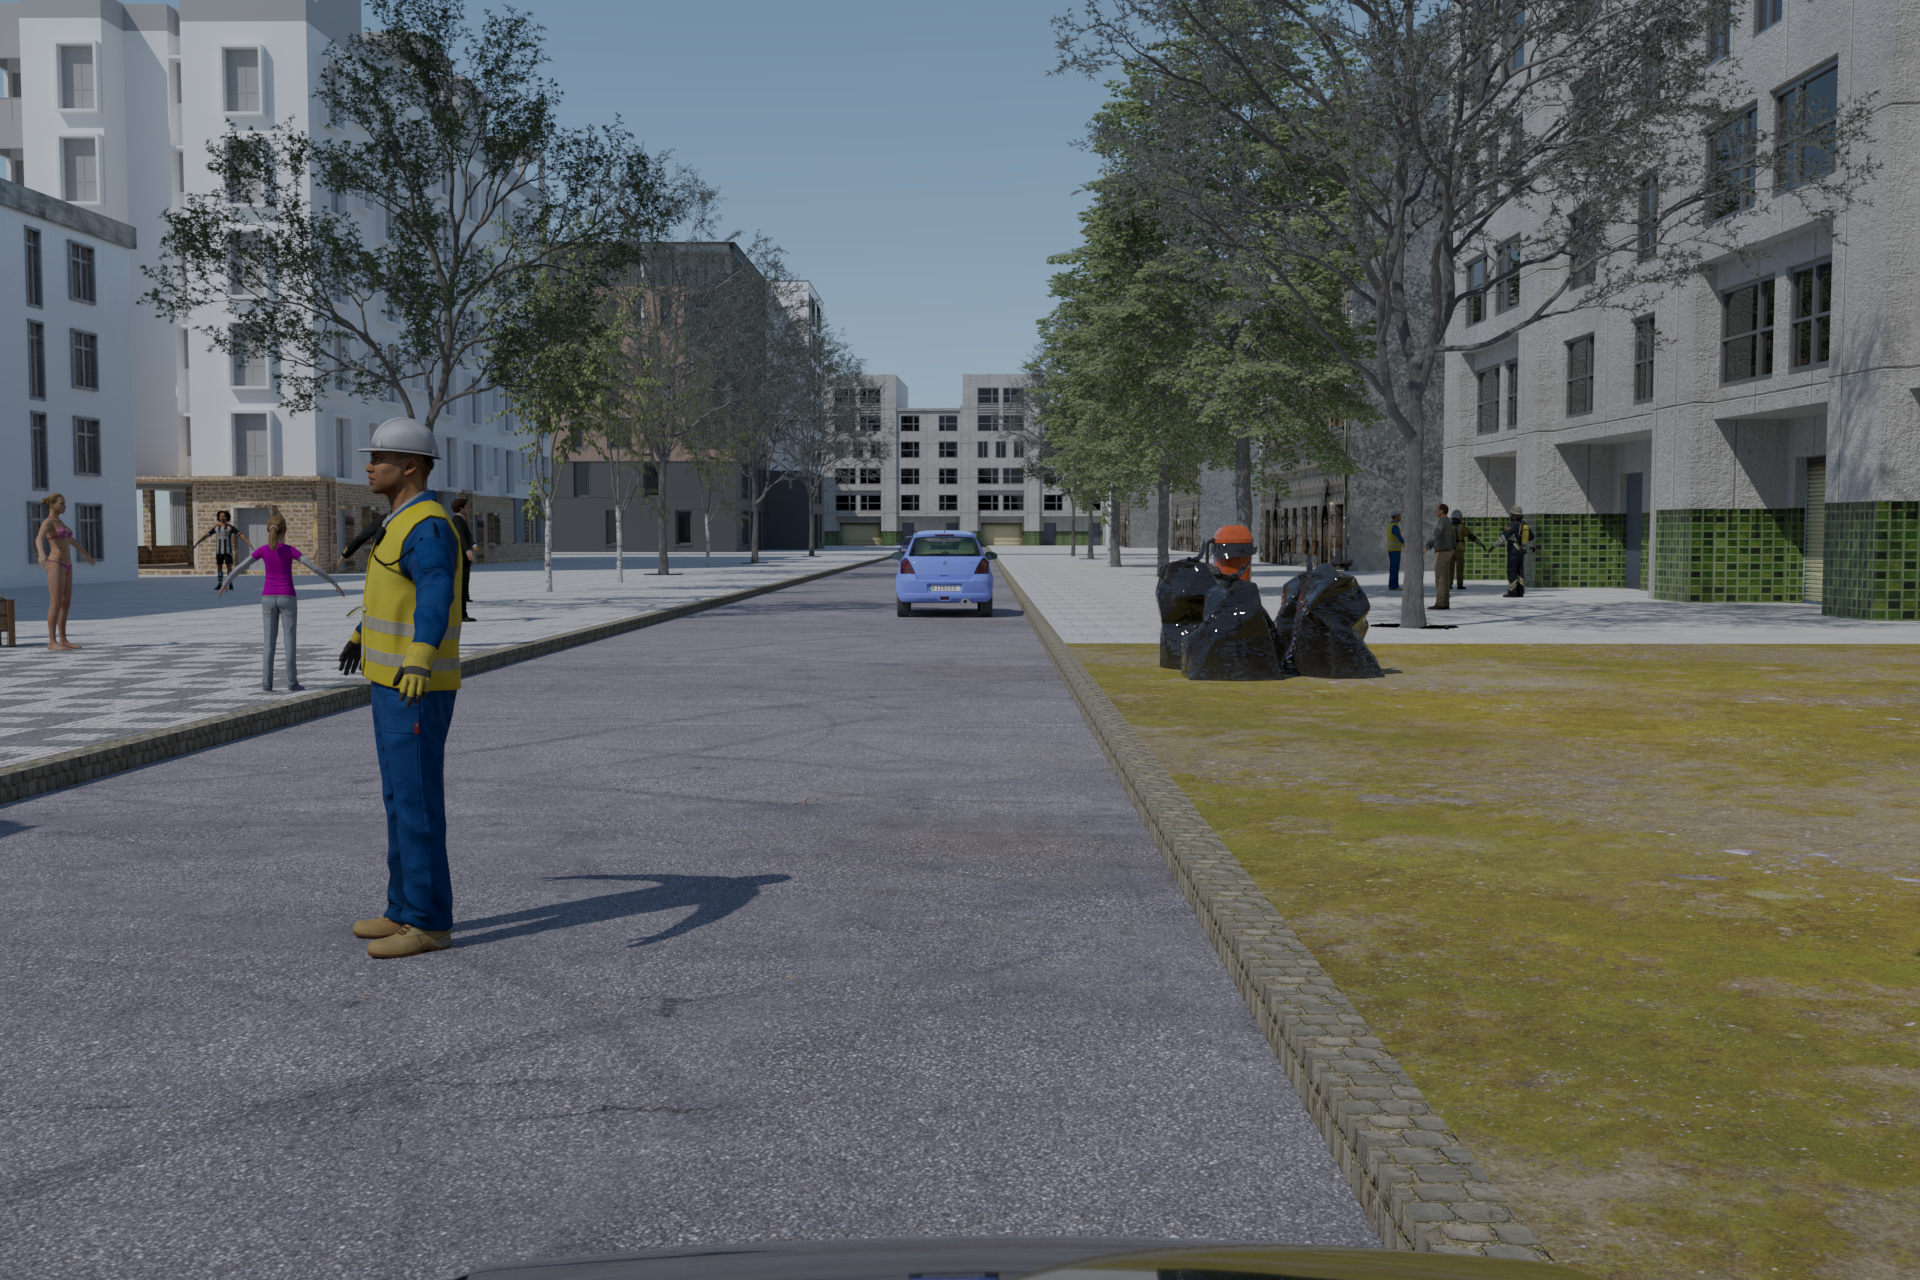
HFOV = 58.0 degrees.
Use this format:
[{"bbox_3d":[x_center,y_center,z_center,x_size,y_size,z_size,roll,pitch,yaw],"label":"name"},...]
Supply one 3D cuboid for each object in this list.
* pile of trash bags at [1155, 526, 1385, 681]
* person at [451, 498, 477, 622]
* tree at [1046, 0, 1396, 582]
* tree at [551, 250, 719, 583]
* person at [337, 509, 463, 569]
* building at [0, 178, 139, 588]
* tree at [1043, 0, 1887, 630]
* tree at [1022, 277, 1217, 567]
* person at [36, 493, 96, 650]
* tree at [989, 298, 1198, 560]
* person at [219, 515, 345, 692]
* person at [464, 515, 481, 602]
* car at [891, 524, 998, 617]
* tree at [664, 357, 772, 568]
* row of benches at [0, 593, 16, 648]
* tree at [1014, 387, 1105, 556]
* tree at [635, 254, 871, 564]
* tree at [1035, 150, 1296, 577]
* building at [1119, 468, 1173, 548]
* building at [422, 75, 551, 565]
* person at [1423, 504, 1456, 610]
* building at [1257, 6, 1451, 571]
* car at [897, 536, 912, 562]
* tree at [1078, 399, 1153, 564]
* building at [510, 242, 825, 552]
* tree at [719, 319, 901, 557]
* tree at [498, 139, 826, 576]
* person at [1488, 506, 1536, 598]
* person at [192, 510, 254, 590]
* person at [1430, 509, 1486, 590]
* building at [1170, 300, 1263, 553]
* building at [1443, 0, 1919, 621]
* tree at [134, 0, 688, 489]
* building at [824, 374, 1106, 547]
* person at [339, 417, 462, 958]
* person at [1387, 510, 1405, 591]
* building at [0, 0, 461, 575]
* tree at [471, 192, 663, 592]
[{"bbox_3d":[2.838,-0.429,16.768,1.912,1.369,3.447,0,4,-1],"label":"pile of trash bags"},{"bbox_3d":[-7.268,-1.172,25.353,0.705,1.806,1.347,-1,4,-20],"label":"person"},{"bbox_3d":[5.406,-7.139,34.851,7.486,12.596,7.792,0,3,0],"label":"tree"},{"bbox_3d":[-9.119,-5.808,45.325,4.360,8.622,3.978,0,3,0],"label":"tree"},{"bbox_3d":[-6.271,-0.823,19.389,1.347,1.837,0.705,-1,4,-14],"label":"person"},{"bbox_3d":[-23.388,-5.594,33.614,9.099,9.664,28.070,0,4,0],"label":"building"},{"bbox_3d":[6.090,-6.898,23.156,12.009,13.543,11.850,0,3,0],"label":"tree"},{"bbox_3d":[6.163,-9.060,66.254,7.486,12.596,7.792,0,3,0],"label":"tree"},{"bbox_3d":[-9.939,-0.762,19.254,0.721,1.733,1.217,0,4,-3],"label":"person"},{"bbox_3d":[6.541,-10.798,86.916,12.009,13.543,11.850,0,3,0],"label":"tree"},{"bbox_3d":[-5.551,-0.299,14.162,0.991,1.433,0.599,0,4,-7],"label":"person"},{"bbox_3d":[-9.310,-1.593,32.759,0.721,1.740,1.216,-2,4,-33],"label":"person"},{"bbox_3d":[-0.281,-1.321,31.188,1.945,1.707,3.694,0,4,-1],"label":"car"},{"bbox_3d":[-9.742,-7.086,66.215,4.360,8.622,3.978,0,3,0],"label":"tree"},{"bbox_3d":[-12.259,-0.187,18.521,4.104,0.672,1.422,-3,5,-43],"label":"row of benches"},{"bbox_3d":[6.778,-10.103,99.591,7.601,10.594,8.767,-3,5,-43],"label":"tree"},{"bbox_3d":[-8.765,-10.060,74.848,12.009,13.543,11.850,0,3,0],"label":"tree"},{"bbox_3d":[6.109,-8.149,51.361,7.486,12.596,7.792,0,3,0],"label":"tree"},{"bbox_3d":[24.861,-20.608,167.863,19.493,23.208,18.063,0,4,0],"label":"building"},{"bbox_3d":[-25.378,-13.245,72.970,16.016,20.090,11.380,0,3,0],"label":"building"},{"bbox_3d":[8.153,-1.413,29.380,0.705,1.796,1.348,3,4,37],"label":"person"},{"bbox_3d":[22.558,-14.476,67.611,19.493,23.208,18.063,0,4,1],"label":"building"},{"bbox_3d":[-2.239,-4.657,88.727,1.945,1.354,3.894,0,4,1],"label":"car"},{"bbox_3d":[6.591,-7.548,73.768,4.737,8.622,4.395,0,3,0],"label":"tree"},{"bbox_3d":[-26.116,-17.960,137.614,27.936,21.610,32.646,0,4,0],"label":"building"},{"bbox_3d":[-8.444,-11.518,98.693,12.009,13.543,11.850,0,3,0],"label":"tree"},{"bbox_3d":[-9.345,-8.782,53.957,12.009,13.543,11.850,0,3,0],"label":"tree"},{"bbox_3d":[11.213,-1.787,34.996,1.354,1.856,0.705,-2,4,-32],"label":"person"},{"bbox_3d":[-16.920,-2.059,39.810,1.345,1.843,0.704,0,4,-7],"label":"person"},{"bbox_3d":[11.507,-2.103,40.145,1.354,1.858,0.705,3,4,37],"label":"person"},{"bbox_3d":[25.648,-18.052,126.072,19.493,23.208,18.063,0,4,1],"label":"building"},{"bbox_3d":[21.982,-10.204,33.286,16.747,18.905,31.486,0,4,1],"label":"building"},{"bbox_3d":[-9.069,-5.768,28.715,8.767,10.594,7.601,-2,4,-27],"label":"tree"},{"bbox_3d":[0.700,-20.149,198.355,31.486,18.905,16.747,0,4,3],"label":"building"},{"bbox_3d":[-1.941,0.148,6.011,0.705,1.833,1.349,-2,4,-27],"label":"person"},{"bbox_3d":[9.934,-2.046,39.428,0.705,1.833,1.349,0,4,0],"label":"person"},{"bbox_3d":[-24.960,-12.208,56.025,16.016,20.090,11.380,0,4,0],"label":"building"},{"bbox_3d":[-8.943,-5.375,38.250,4.737,8.622,4.395,0,3,0],"label":"tree"}]
